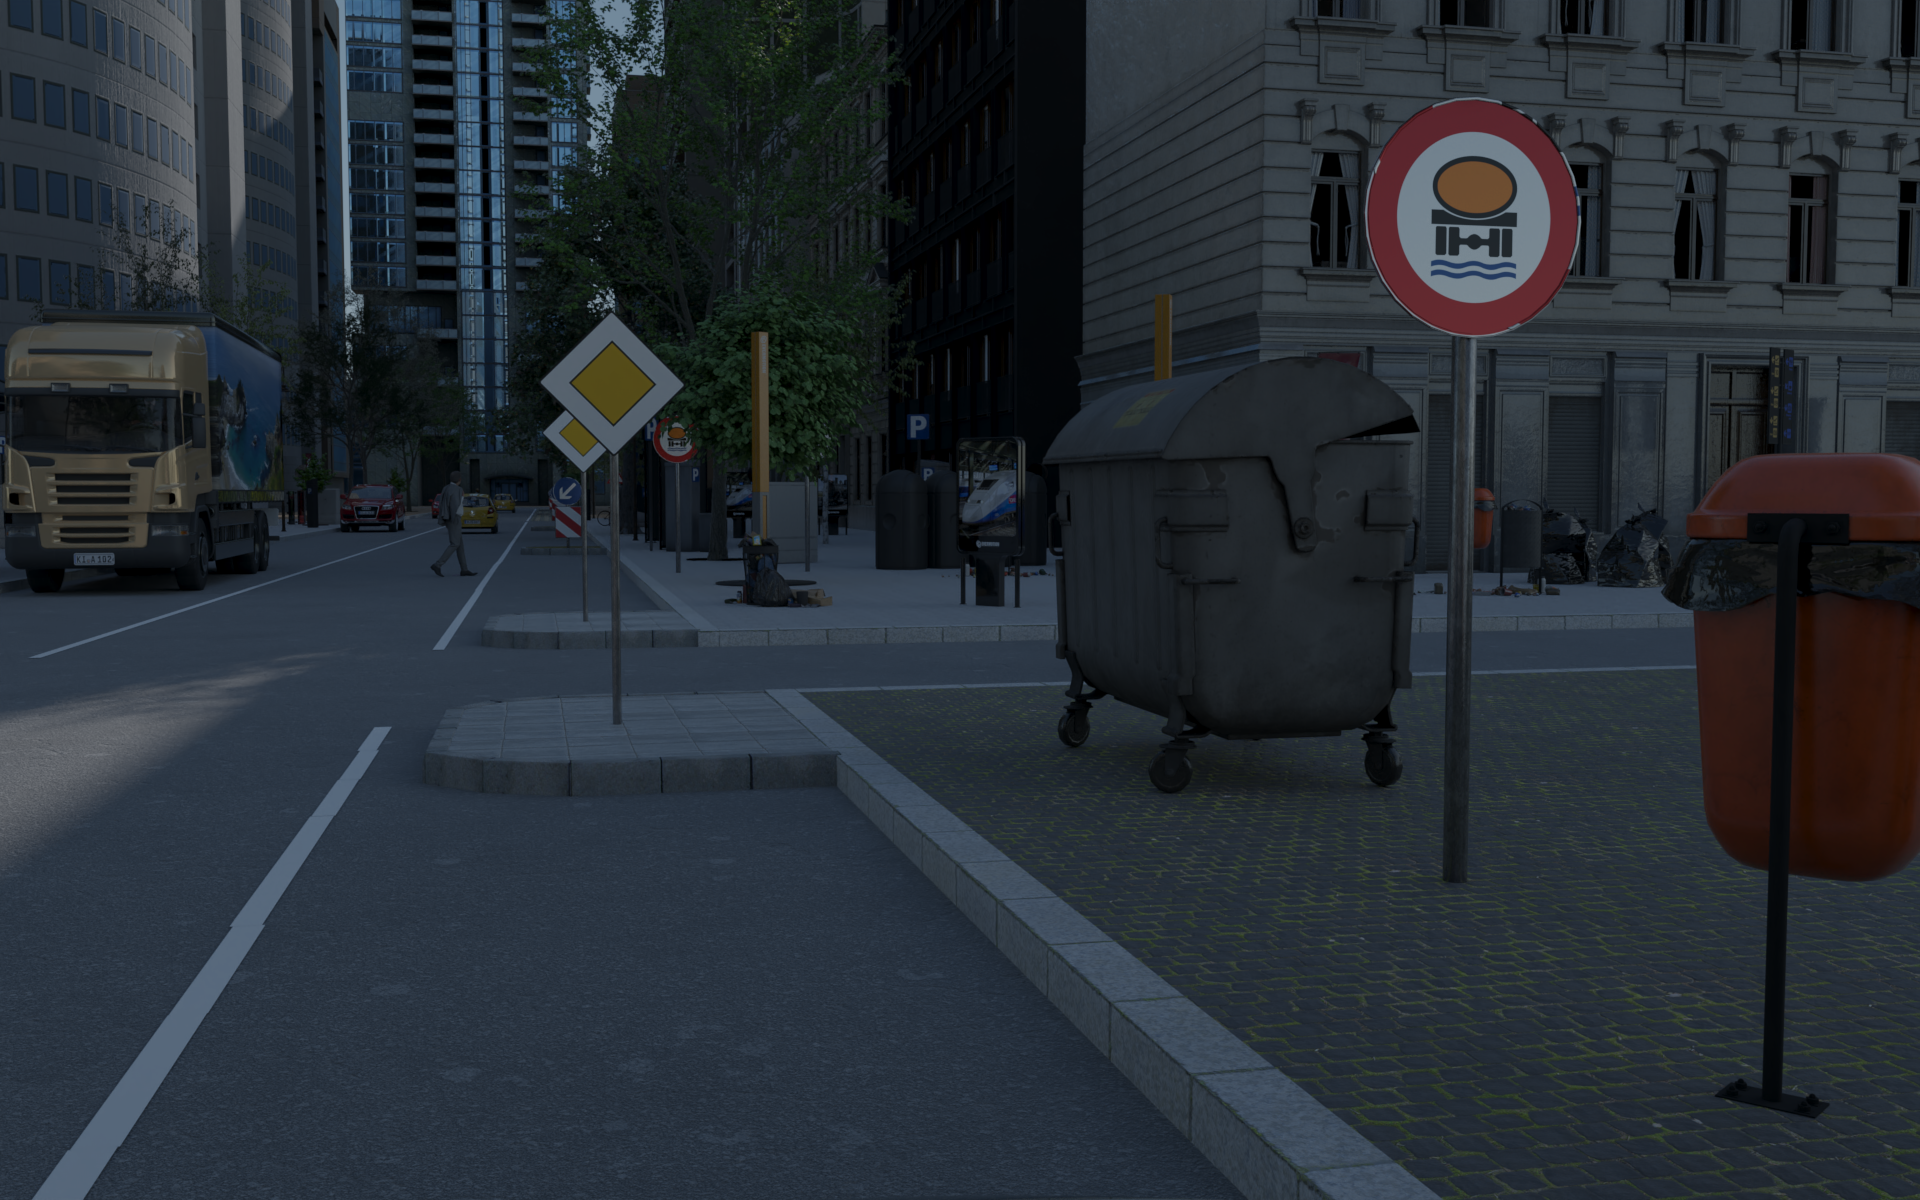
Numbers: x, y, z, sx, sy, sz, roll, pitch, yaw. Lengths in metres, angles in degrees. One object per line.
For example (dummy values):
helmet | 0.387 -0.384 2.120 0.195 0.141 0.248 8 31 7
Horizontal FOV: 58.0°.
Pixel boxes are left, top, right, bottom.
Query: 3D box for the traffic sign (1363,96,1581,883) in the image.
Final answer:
traffic sign | 1.644 -0.340 5.672 0.768 2.556 0.104 -1 4 -13

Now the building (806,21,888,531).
building | 0.150 -12.337 66.342 10.561 19.102 19.286 -1 4 -13

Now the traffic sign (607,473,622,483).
traffic sign | -17.046 -5.253 85.883 0.884 2.594 0.081 -1 4 -12

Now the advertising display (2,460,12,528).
advertising display | -18.109 -1.726 33.431 0.123 1.923 0.974 0 4 4

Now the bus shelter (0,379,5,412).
bus shelter | -16.177 -2.026 27.055 2.014 3.302 5.546 -1 4 -13

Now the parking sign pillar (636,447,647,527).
parking sign pillar | -12.174 -4.825 67.358 1.447 3.967 1.447 0 4 -4

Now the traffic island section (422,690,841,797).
traffic island section | -1.893 0.771 9.673 2.009 0.180 2.903 -1 4 -13

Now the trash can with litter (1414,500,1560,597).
trash can with litter | 6.788 -0.685 22.250 2.233 1.210 1.678 0 4 -1

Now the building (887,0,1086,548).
building | 5.486 -13.443 49.463 12.332 23.373 15.834 -1 4 -13

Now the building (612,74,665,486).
building | -30.401 -32.999 189.647 14.200 45.320 14.600 -1 4 -13

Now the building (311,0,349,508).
building | -59.161 -30.153 143.106 14.200 45.320 14.600 -1 4 -13

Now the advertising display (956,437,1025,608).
advertising display | 0.344 -0.892 19.800 0.974 1.923 0.123 3 5 44

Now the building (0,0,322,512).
building | -58.058 -35.420 121.113 21.231 58.520 28.212 -1 4 -13

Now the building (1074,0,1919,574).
building | 12.218 -11.249 33.067 18.267 20.994 9.793 -1 4 -13

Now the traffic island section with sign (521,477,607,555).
traffic island section with sign | -9.518 -2.012 41.523 1.989 1.847 2.006 -1 4 -13

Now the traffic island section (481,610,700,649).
traffic island section | -3.749 0.296 17.441 2.009 0.180 2.903 -1 4 -13

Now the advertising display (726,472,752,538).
advertising display | -6.382 -2.744 50.074 0.974 1.923 0.123 1 4 21

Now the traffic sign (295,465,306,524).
traffic sign | -28.443 -4.588 75.119 0.768 2.556 0.104 0 4 -6

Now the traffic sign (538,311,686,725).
traffic sign | -1.914 -0.364 9.591 0.795 2.450 0.064 -1 4 -13

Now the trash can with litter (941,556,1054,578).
trash can with litter | 0.896 -0.979 27.072 2.233 1.210 1.678 0 4 8

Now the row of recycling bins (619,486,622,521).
row of recycling bins | -14.925 -4.452 79.899 1.069 1.692 3.534 1 4 13

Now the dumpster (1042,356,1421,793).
dumpster | 1.237 -0.147 8.167 1.264 1.857 1.865 -1 4 -14

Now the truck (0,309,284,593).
truck | -13.231 -2.434 28.706 2.839 4.237 11.283 -1 4 -14

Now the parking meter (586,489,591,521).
parking meter | -18.120 -4.628 84.081 0.372 1.533 0.369 0 3 0

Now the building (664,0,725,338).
building | -11.511 -31.299 135.440 21.300 48.544 21.600 -1 4 -13

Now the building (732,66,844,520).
building | -5.275 -14.419 84.897 9.793 20.994 18.267 -1 4 -13

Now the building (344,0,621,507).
building | -53.319 -53.480 187.064 31.000 86.520 22.319 -1 4 -13

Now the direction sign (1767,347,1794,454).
direction sign | 12.782 -2.143 27.038 0.876 3.537 0.379 -3 5 -43

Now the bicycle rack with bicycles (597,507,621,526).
bicycle rack with bicycles | -13.176 -3.502 70.640 2.925 0.926 2.852 0 4 -4

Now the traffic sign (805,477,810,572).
traffic sign | -2.520 -1.741 28.572 0.768 2.556 0.104 -1 4 -13

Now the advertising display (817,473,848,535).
advertising display | -3.978 -2.988 54.068 0.974 1.923 0.123 0 4 -8

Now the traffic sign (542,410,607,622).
traffic sign | -3.770 -0.839 17.358 0.795 2.450 0.064 -1 4 -13

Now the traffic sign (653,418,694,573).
traffic sign | -4.584 -1.713 28.122 0.768 2.556 0.104 0 4 -4

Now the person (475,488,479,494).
person | -32.519 -6.618 116.788 0.705 1.814 1.350 1 4 9

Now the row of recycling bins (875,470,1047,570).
row of recycling bins | 0.103 -1.421 30.345 3.534 1.692 1.069 -3 4 -38

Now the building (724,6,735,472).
building | -6.515 -41.314 113.729 20.563 71.187 20.611 -1 4 -13

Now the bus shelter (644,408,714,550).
bus shelter | -7.114 -3.145 42.700 1.731 3.624 6.357 -1 4 -13

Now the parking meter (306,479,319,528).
parking meter | -24.676 -3.686 65.974 0.399 1.863 0.255 2 4 25
